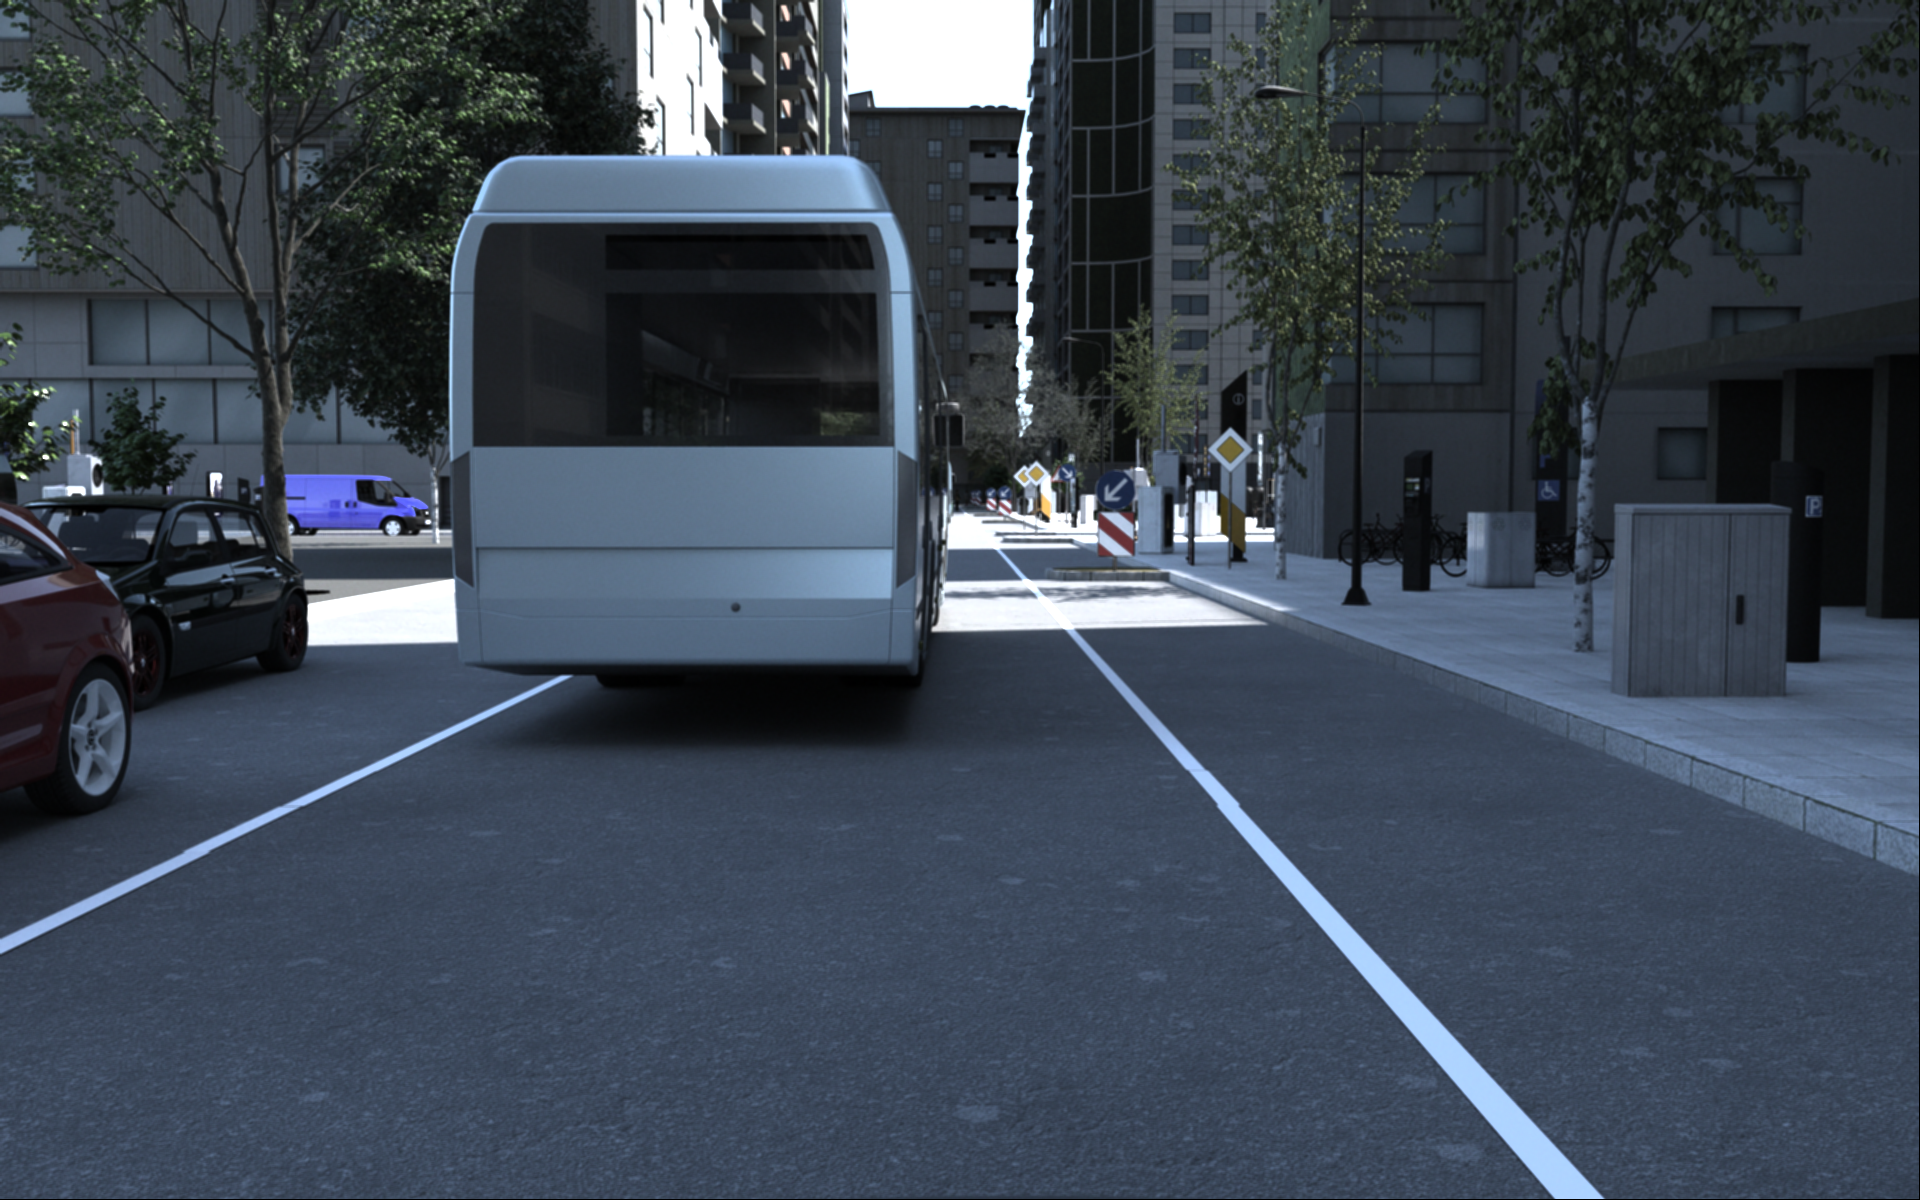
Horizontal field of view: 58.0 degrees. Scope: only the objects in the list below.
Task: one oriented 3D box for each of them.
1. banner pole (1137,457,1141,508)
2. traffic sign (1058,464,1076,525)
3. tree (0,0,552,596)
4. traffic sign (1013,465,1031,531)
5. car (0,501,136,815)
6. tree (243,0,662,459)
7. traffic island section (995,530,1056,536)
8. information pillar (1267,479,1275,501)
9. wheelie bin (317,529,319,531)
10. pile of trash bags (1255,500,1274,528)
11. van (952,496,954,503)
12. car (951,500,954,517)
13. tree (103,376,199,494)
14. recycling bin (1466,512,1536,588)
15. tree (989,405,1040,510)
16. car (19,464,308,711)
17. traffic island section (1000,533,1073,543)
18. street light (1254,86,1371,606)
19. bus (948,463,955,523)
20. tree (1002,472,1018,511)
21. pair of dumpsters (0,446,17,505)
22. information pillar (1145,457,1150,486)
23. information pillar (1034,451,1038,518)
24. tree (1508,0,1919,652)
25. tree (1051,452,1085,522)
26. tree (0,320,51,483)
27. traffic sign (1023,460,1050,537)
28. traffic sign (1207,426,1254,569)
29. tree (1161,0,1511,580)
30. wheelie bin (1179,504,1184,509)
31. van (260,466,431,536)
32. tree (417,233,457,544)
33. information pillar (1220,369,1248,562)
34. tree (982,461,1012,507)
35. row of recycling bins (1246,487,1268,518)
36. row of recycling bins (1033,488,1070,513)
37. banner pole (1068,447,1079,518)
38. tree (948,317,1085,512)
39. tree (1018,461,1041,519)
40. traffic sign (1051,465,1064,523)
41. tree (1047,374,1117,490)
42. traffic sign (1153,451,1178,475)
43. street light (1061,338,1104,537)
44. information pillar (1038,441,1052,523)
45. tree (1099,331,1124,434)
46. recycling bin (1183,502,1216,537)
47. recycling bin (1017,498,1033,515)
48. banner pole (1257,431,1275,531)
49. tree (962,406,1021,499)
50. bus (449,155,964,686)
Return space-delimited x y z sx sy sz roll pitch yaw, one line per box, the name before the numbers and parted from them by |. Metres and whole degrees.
banner pole | 10.684 -6.948 103.624 0.401 3.779 0.863 -1 4 -11
traffic sign | 4.505 -4.449 72.851 0.768 2.556 0.104 0 4 1
tree | -8.784 -5.880 21.893 9.928 11.665 9.643 0 3 0
traffic sign | 2.220 -3.426 59.663 0.795 2.450 0.064 0 4 0
car | -4.739 0.166 6.330 2.155 1.783 4.494 0 4 -1
tree | -9.523 -7.226 35.159 9.611 12.733 9.660 0 3 0
traffic island section | 2.243 -2.291 59.741 2.009 0.180 2.903 0 4 0
information pillar | 15.493 -4.994 86.145 0.304 2.012 0.304 3 5 41
wheelie bin | -22.697 -3.204 60.300 0.980 1.594 0.693 -1 4 -8
pile of trash bags | 12.689 -3.457 66.280 1.912 1.369 3.447 2 4 32
van | -1.680 -11.037 187.466 2.013 2.044 4.112 0 4 -2
car | -1.395 -6.039 110.536 2.131 1.459 4.920 0 4 -2
tree | -13.531 -2.061 28.301 1.663 3.219 1.824 0 3 0
recycling bin | 7.466 -0.694 23.906 0.722 1.027 0.722 0 4 -5
tree | 4.266 -11.393 136.642 4.360 8.622 3.978 0 3 0
car | -6.232 -0.175 12.640 2.009 1.686 4.222 0 3 0
traffic island section | 2.298 -1.803 51.756 2.009 0.180 2.903 0 4 0
street light | 4.055 -2.897 19.915 1.470 5.913 1.316 0 4 0
bus | -1.701 -5.702 88.082 2.948 3.499 13.247 0 4 0
tree | 4.095 -8.292 130.178 1.663 3.219 1.824 0 3 0
pair of dumpsters | -8.400 -0.577 11.921 1.574 2.255 4.437 0 4 0
information pillar | 11.975 -7.297 110.661 0.183 3.616 0.504 2 4 33
information pillar | 4.290 -6.309 94.503 0.504 3.616 0.183 2 4 34
tree | 5.310 -3.887 13.918 4.737 8.622 4.395 0 3 0
tree | 4.946 -5.180 79.288 1.663 3.219 1.824 0 3 0
tree | -9.351 -1.315 16.094 1.663 3.219 1.824 0 3 0
traffic sign | 2.275 -2.938 51.678 0.795 2.450 0.064 0 4 0
traffic sign | 4.625 -1.743 29.684 0.795 2.450 0.064 1 4 8
tree | 5.062 -4.616 25.833 4.737 8.622 4.395 0 3 0
wheelie bin | 13.906 -6.219 109.593 0.693 1.594 0.980 2 4 28
van | -19.907 -3.172 56.253 5.245 2.365 2.240 0 4 -1
tree | -13.349 -5.754 44.443 4.737 8.622 4.395 0 3 0
information pillar | 5.185 -2.531 32.729 0.504 3.616 0.183 1 4 18
tree | 3.876 -11.591 173.219 4.285 4.588 4.351 0 3 0
row of recycling bins | 16.714 -5.337 94.370 1.069 1.692 3.534 -3 5 -41
row of recycling bins | 6.352 -6.669 116.145 3.534 1.692 1.069 2 4 35
banner pole | 6.041 -6.226 91.806 0.863 3.779 0.401 -2 4 -34
tree | 3.673 -12.883 121.014 12.009 13.543 11.850 0 3 0
tree | 4.264 -5.696 87.723 1.663 3.219 1.824 0 3 0
traffic sign | 4.437 -4.729 77.316 0.884 2.594 0.081 0 4 5
tree | 7.448 -9.578 106.968 4.360 8.622 3.978 0 3 0
traffic sign | 4.785 -2.337 40.334 0.606 2.300 0.079 0 4 2
street light | 3.700 -4.838 51.638 1.470 5.913 1.316 0 4 0
information pillar | 3.779 -5.173 75.927 0.504 3.616 0.183 -2 4 -31
tree | 7.578 -7.188 67.887 4.737 8.622 4.395 0 3 0
recycling bin | 7.166 -2.396 51.734 0.722 1.027 0.722 -3 4 -38
recycling bin | 4.003 -5.735 106.319 0.722 1.027 0.722 -3 5 -44
banner pole | 10.595 -4.328 60.776 0.401 3.779 0.863 2 4 33
tree | 4.018 -18.015 212.673 7.486 12.596 7.792 0 3 0
bus | -1.462 -1.296 16.052 2.948 3.499 13.247 0 4 0
